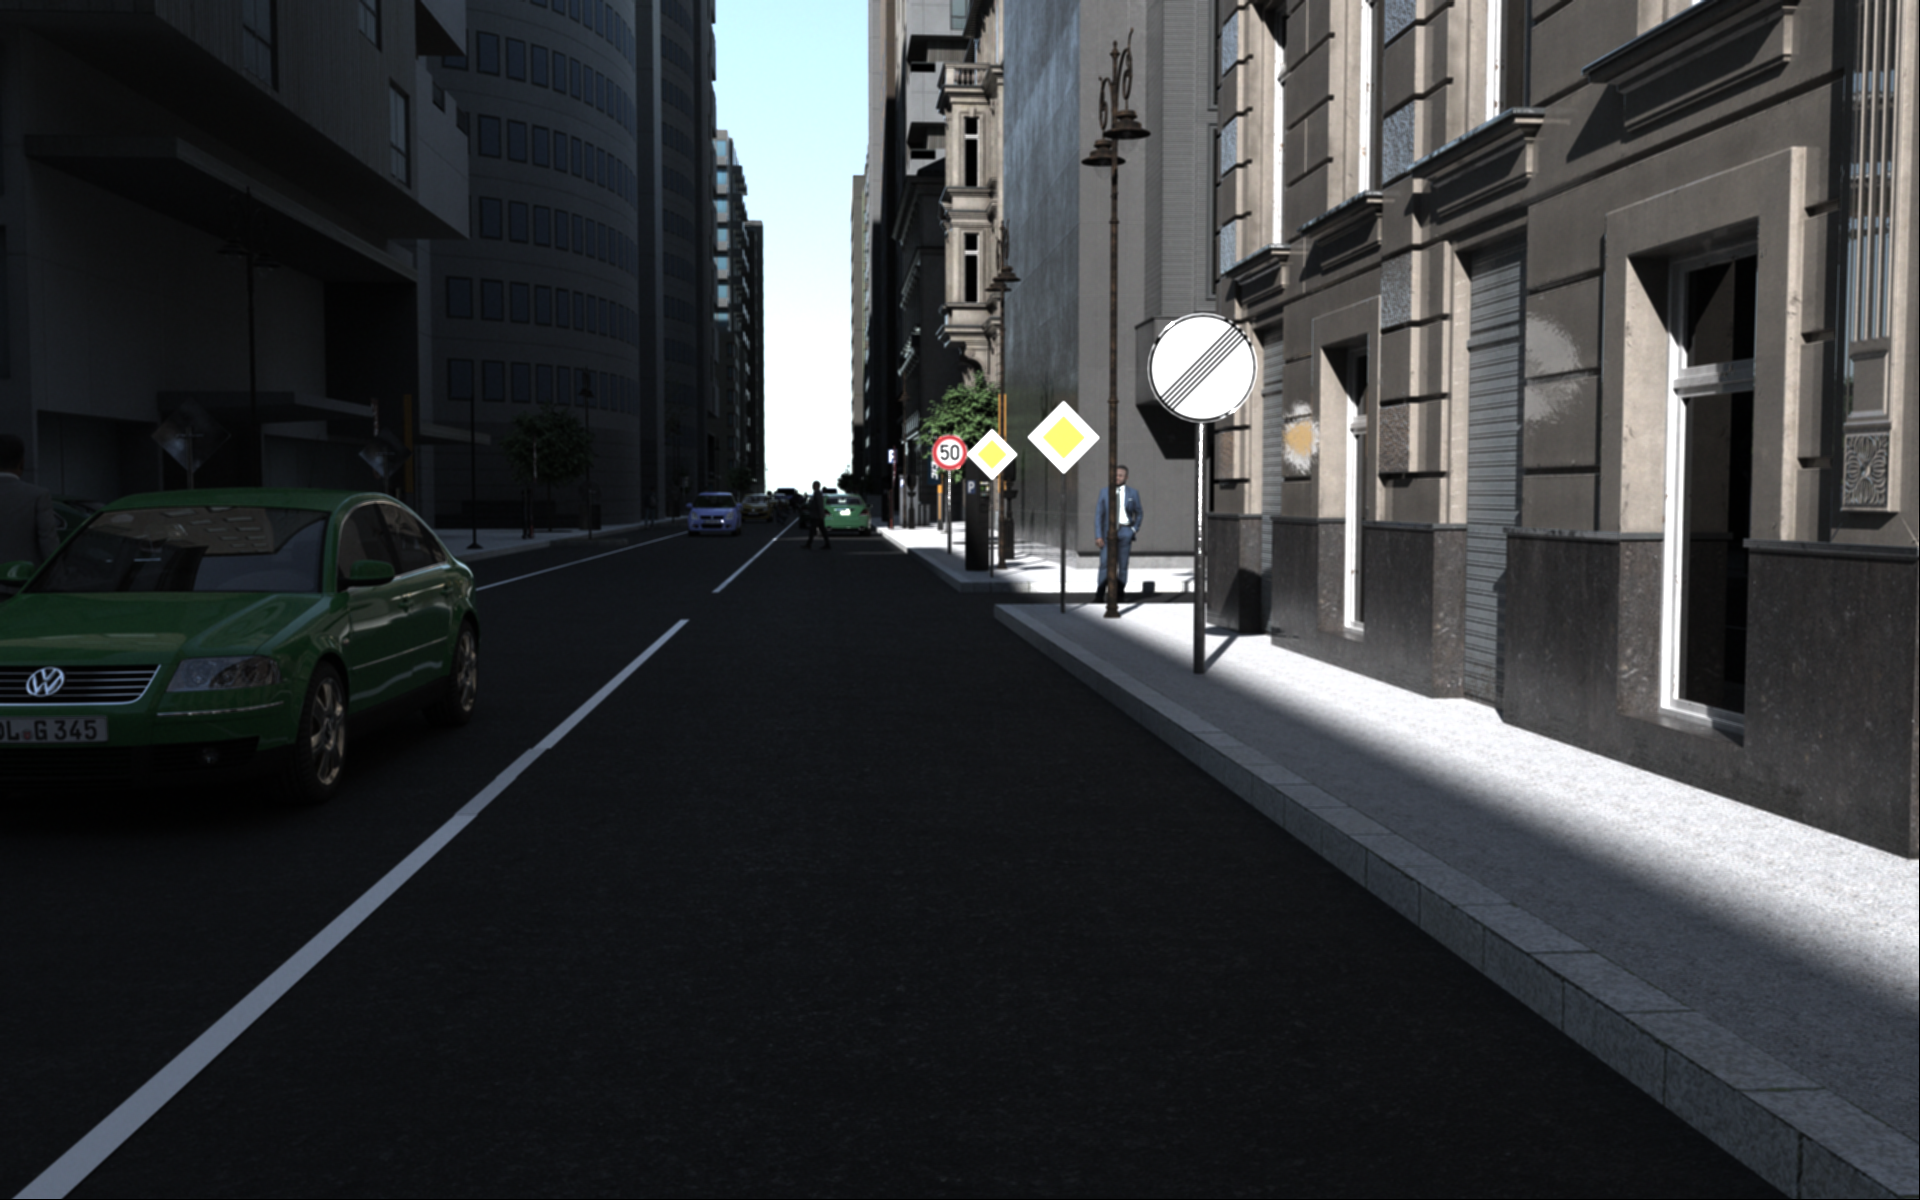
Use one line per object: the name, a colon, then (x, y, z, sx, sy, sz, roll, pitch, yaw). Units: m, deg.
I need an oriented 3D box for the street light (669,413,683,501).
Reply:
street light: (-16.286, -7.699, 98.669, 0.468, 5.910, 1.993, 0, 4, -4)

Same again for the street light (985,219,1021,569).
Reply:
street light: (0.717, -3.464, 29.421, 0.468, 5.910, 1.993, 0, 4, -4)

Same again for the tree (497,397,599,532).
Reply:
tree: (-13.969, -4.591, 58.784, 4.285, 4.588, 4.351, 0, 3, 0)

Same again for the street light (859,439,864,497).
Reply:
street light: (-8.086, -10.346, 141.947, 0.468, 5.910, 1.993, 0, 4, -4)

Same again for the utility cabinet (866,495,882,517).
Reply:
utility cabinet: (-4.638, -5.153, 95.405, 1.020, 1.237, 0.306, 0, 4, -3)

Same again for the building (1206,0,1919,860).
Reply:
building: (9.015, -12.695, 4.830, 12.463, 27.353, 25.104, 0, 4, -4)

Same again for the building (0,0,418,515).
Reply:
building: (-26.738, -27.411, 37.410, 28.713, 52.752, 27.495, 0, 4, -4)

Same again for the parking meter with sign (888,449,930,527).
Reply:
parking meter with sign: (-1.971, -4.381, 67.882, 1.738, 3.016, 0.543, -3, 5, -40)

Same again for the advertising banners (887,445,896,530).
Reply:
advertising banners: (-2.476, -4.070, 62.734, 0.090, 3.025, 2.074, -1, 4, -9)

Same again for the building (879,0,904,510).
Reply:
building: (0.662, -30.049, 141.417, 14.600, 45.320, 14.200, 0, 4, -4)

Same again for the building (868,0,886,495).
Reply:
building: (1.911, -37.941, 162.341, 21.231, 58.520, 28.212, 0, 4, -4)

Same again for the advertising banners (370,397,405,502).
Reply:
advertising banners: (-10.709, -2.215, 32.401, 0.090, 3.025, 2.074, 0, 4, -3)

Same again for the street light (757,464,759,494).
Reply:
street light: (-25.718, -15.162, 220.684, 0.468, 5.910, 1.993, 0, 4, -4)

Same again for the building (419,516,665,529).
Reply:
building: (-24.650, -32.495, 73.290, 21.231, 58.520, 28.212, 0, 4, -4)

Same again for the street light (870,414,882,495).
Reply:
street light: (-4.793, -7.819, 100.633, 0.468, 5.910, 1.993, 0, 4, -4)

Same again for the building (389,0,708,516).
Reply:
building: (-30.288, -35.807, 127.441, 21.231, 58.520, 28.212, 0, 4, -4)

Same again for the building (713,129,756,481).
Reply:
building: (-39.306, -37.213, 228.045, 23.786, 49.044, 30.456, 0, 4, -4)

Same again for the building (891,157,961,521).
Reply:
building: (1.997, -13.902, 91.925, 10.561, 19.102, 19.286, 0, 4, -4)

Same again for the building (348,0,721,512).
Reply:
building: (-35.932, -34.633, 155.491, 28.713, 52.752, 27.495, 0, 4, -4)

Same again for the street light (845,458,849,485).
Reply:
street light: (-14.391, -15.356, 223.852, 0.468, 5.910, 1.993, 0, 4, -4)

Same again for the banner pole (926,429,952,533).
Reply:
banner pole: (-0.677, -4.077, 56.674, 0.863, 3.779, 0.401, 1, 4, 9)

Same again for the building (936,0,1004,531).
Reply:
building: (6.430, -15.036, 64.925, 14.460, 24.649, 34.723, 0, 4, -4)

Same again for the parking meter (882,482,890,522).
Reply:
parking meter: (-3.458, -4.607, 81.033, 0.399, 1.863, 0.255, 0, 4, 0)

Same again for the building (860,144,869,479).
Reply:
building: (-0.126, -36.109, 209.988, 23.786, 49.044, 30.456, 0, 4, -4)

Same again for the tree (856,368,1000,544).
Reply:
tree: (0.448, -3.730, 44.705, 4.285, 4.588, 4.351, 0, 3, 0)

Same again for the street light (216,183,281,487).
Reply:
street light: (-10.684, -3.265, 26.170, 0.468, 5.910, 1.993, 0, 4, -4)

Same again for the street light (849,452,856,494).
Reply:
street light: (-11.569, -13.183, 188.321, 0.468, 5.910, 1.993, 0, 4, -4)

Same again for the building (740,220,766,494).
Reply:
building: (-35.628, -34.696, 250.865, 14.154, 41.232, 14.086, 0, 4, -4)

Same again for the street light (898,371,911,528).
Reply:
street light: (-2.080, -5.646, 65.093, 0.468, 5.910, 1.993, 0, 4, -4)

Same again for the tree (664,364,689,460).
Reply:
tree: (-16.660, -8.779, 93.894, 4.360, 8.622, 3.978, 0, 3, 0)

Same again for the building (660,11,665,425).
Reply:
building: (-26.029, -27.941, 106.944, 14.600, 45.320, 14.200, 0, 4, -4)

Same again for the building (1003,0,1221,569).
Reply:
building: (16.438, -13.226, 35.317, 30.058, 24.678, 14.314, 0, 4, -4)

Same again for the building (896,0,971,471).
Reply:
building: (9.451, -32.501, 120.635, 28.713, 52.752, 27.495, 0, 4, -4)

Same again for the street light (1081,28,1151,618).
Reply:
street light: (1.581, -2.755, 17.830, 0.468, 5.910, 1.993, 0, 4, -4)

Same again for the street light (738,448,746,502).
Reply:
street light: (-22.024, -12.306, 173.991, 0.468, 5.910, 1.993, 0, 4, -4)

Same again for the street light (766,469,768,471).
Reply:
street light: (-28.639, -17.383, 256.993, 0.468, 5.910, 1.993, 0, 4, -4)

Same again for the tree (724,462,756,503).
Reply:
tree: (-22.534, -11.862, 177.656, 4.285, 4.588, 4.351, 0, 3, 0)

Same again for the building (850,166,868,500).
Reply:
building: (-4.914, -38.313, 250.120, 21.300, 48.544, 21.600, 0, 4, -4)

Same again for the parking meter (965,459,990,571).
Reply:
parking meter: (0.294, -1.422, 28.961, 0.255, 1.863, 0.399, -3, 4, -39)

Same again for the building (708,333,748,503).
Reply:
building: (-38.970, -21.661, 199.200, 27.650, 21.520, 28.899, 0, 4, -4)

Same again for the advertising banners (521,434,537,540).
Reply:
advertising banners: (-12.341, -3.274, 49.715, 0.090, 3.025, 2.074, 0, 4, -2)

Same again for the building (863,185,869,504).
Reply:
building: (-5.978, -33.546, 232.069, 14.154, 41.232, 14.086, 0, 4, -4)

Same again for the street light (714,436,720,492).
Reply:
street light: (-19.364, -10.132, 138.447, 0.468, 5.910, 1.993, 0, 4, -4)

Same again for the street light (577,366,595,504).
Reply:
street light: (-13.437, -5.484, 62.449, 0.468, 5.910, 1.993, 0, 4, -4)
